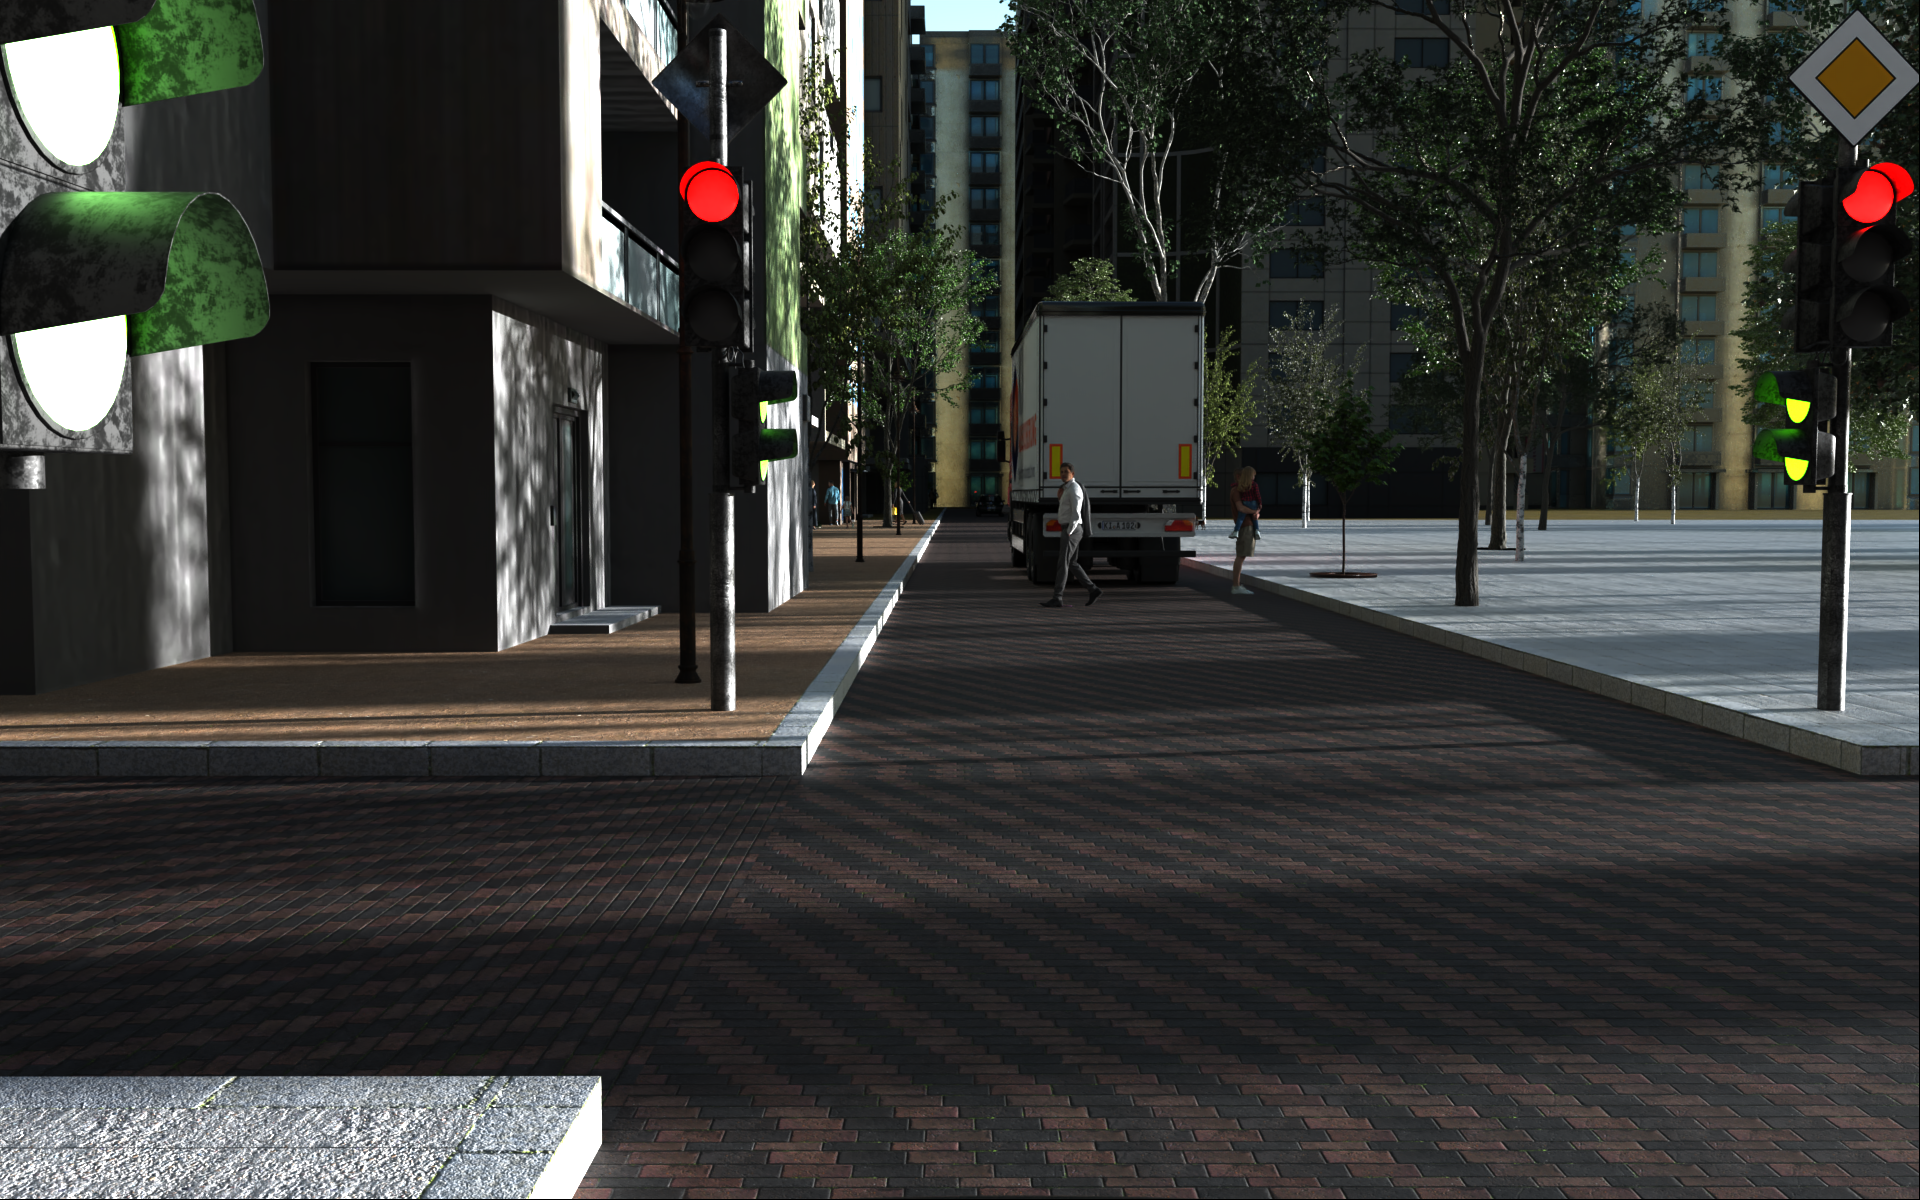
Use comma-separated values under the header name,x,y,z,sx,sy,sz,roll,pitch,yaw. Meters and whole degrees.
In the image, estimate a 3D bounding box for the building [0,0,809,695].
name,x,y,z,sx,sy,sz,roll,pitch,yaw
building,-9.084,-20.316,15.754,14.154,41.232,14.086,0,4,0

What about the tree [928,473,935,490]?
name,x,y,z,sx,sy,sz,roll,pitch,yaw
tree,-2.955,-8.620,135.545,1.663,3.219,1.824,0,3,0

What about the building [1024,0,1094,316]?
name,x,y,z,sx,sy,sz,roll,pitch,yaw
building,15.950,-28.761,124.864,22.147,44.769,28.867,0,4,0

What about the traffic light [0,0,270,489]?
name,x,y,z,sx,sy,sz,roll,pitch,yaw
traffic light,-1.367,-0.812,2.190,0.839,4.253,0.868,0,4,0

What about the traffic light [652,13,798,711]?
name,x,y,z,sx,sy,sz,roll,pitch,yaw
traffic light,-1.389,-1.300,10.175,0.839,4.253,0.868,0,4,0

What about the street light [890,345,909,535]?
name,x,y,z,sx,sy,sz,roll,pitch,yaw
street light,-1.917,-4.960,53.876,0.468,5.910,1.993,0,4,0

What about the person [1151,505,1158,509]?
name,x,y,z,sx,sy,sz,roll,pitch,yaw
person,7.476,-3.428,66.368,0.640,1.303,0.475,-2,4,-33

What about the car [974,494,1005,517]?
name,x,y,z,sx,sy,sz,roll,pitch,yaw
car,1.908,-6.166,110.607,2.009,1.686,4.222,0,4,-1

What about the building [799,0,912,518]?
name,x,y,z,sx,sy,sz,roll,pitch,yaw
building,-16.463,-31.131,98.232,28.713,52.752,27.495,0,4,0

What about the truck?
name,x,y,z,sx,sy,sz,roll,pitch,yaw
truck,2.242,-2.563,30.819,2.839,4.237,11.283,0,4,-1

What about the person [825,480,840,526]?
name,x,y,z,sx,sy,sz,roll,pitch,yaw
person,-5.198,-3.952,70.514,0.638,1.841,0.748,-1,4,-11

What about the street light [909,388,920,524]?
name,x,y,z,sx,sy,sz,roll,pitch,yaw
street light,-1.971,-6.209,74.310,0.468,5.910,1.993,0,4,0

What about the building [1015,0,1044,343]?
name,x,y,z,sx,sy,sz,roll,pitch,yaw
building,15.766,-32.186,149.935,21.300,48.544,21.600,0,4,0

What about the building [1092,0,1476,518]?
name,x,y,z,sx,sy,sz,roll,pitch,yaw
building,16.490,-40.434,99.344,20.563,71.187,20.611,0,4,0

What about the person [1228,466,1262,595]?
name,x,y,z,sx,sy,sz,roll,pitch,yaw
person,4.070,-1.000,24.829,0.573,1.828,0.580,-2,4,-33

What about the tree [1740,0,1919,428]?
name,x,y,z,sx,sy,sz,roll,pitch,yaw
tree,18.762,-6.882,29.526,9.611,12.733,9.660,0,3,0

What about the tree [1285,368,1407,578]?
name,x,y,z,sx,sy,sz,roll,pitch,yaw
tree,6.067,-1.964,26.706,1.663,3.219,1.824,0,3,0

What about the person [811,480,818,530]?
name,x,y,z,sx,sy,sz,roll,pitch,yaw
person,-5.315,-3.390,61.896,0.576,1.772,0.534,2,4,35

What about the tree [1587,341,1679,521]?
name,x,y,z,sx,sy,sz,roll,pitch,yaw
tree,31.934,-8.036,81.745,4.737,8.622,4.395,0,3,0

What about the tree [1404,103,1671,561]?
name,x,y,z,sx,sy,sz,roll,pitch,yaw
tree,10.701,-5.062,33.122,4.360,8.622,3.978,0,3,0

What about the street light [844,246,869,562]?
name,x,y,z,sx,sy,sz,roll,pitch,yaw
street light,-1.891,-3.654,32.534,0.468,5.910,1.993,0,4,0

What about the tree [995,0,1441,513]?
name,x,y,z,sx,sy,sz,roll,pitch,yaw
tree,7.361,-11.931,50.961,12.611,20.169,13.585,0,3,0

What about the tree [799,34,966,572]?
name,x,y,z,sx,sy,sz,roll,pitch,yaw
tree,-2.338,-4.763,28.237,4.737,8.622,4.395,0,3,0

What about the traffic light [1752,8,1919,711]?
name,x,y,z,sx,sy,sz,roll,pitch,yaw
traffic light,5.172,-1.302,10.209,0.839,4.253,0.868,0,4,0

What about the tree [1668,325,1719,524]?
name,x,y,z,sx,sy,sz,roll,pitch,yaw
tree,30.276,-7.554,73.873,4.360,8.622,3.978,0,3,0

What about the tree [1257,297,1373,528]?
name,x,y,z,sx,sy,sz,roll,pitch,yaw
tree,13.319,-7.050,65.624,4.360,8.622,3.978,0,3,0

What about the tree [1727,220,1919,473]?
name,x,y,z,sx,sy,sz,roll,pitch,yaw
tree,30.337,-8.667,59.827,7.486,12.596,7.792,0,3,0

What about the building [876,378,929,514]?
name,x,y,z,sx,sy,sz,roll,pitch,yaw
building,-12.573,-41.811,121.869,20.563,71.187,20.611,0,4,0

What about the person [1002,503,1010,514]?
name,x,y,z,sx,sy,sz,roll,pitch,yaw
person,1.486,-2.314,46.695,0.716,1.782,0.532,-1,4,-8

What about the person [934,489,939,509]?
name,x,y,z,sx,sy,sz,roll,pitch,yaw
person,-2.287,-8.992,153.842,0.721,1.735,1.217,-3,4,-39

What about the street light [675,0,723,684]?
name,x,y,z,sx,sy,sz,roll,pitch,yaw
street light,-1.853,-2.375,11.623,0.468,5.910,1.993,0,4,0

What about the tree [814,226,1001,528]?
name,x,y,z,sx,sy,sz,roll,pitch,yaw
tree,-2.604,-8.587,66.153,9.928,11.665,9.643,0,3,0

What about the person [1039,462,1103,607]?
name,x,y,z,sx,sy,sz,roll,pitch,yaw
person,1.412,-0.823,22.051,0.850,1.850,0.679,-1,4,-10

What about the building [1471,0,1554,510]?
name,x,y,z,sx,sy,sz,roll,pitch,yaw
building,39.073,-32.180,149.845,21.600,48.544,21.300,0,4,0

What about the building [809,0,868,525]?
name,x,y,z,sx,sy,sz,roll,pitch,yaw
building,-11.555,-26.140,77.499,14.600,45.320,14.200,0,4,0

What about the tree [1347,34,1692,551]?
name,x,y,z,sx,sy,sz,roll,pitch,yaw
tree,12.521,-6.950,39.393,9.928,11.665,9.643,0,3,0

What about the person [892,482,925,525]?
name,x,y,z,sx,sy,sz,roll,pitch,yaw
person,-2.189,-3.992,71.532,1.509,1.804,0.699,-1,4,-17

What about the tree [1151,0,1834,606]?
name,x,y,z,sx,sy,sz,roll,pitch,yaw
tree,5.554,-5.196,19.373,7.601,10.594,8.767,-3,5,-42

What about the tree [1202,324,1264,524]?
name,x,y,z,sx,sy,sz,roll,pitch,yaw
tree,10.739,-7.580,74.298,4.737,8.622,4.395,0,3,0

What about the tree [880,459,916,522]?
name,x,y,z,sx,sy,sz,roll,pitch,yaw
tree,-3.108,-5.230,80.109,1.663,3.219,1.824,0,3,0

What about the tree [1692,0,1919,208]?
name,x,y,z,sx,sy,sz,roll,pitch,yaw
tree,25.956,-11.630,46.036,12.611,20.169,13.585,0,3,0

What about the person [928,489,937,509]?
name,x,y,z,sx,sy,sz,roll,pitch,yaw
person,-2.344,-8.588,146.544,0.705,1.812,1.348,-2,4,-32

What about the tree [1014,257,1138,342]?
name,x,y,z,sx,sy,sz,roll,pitch,yaw
tree,6.056,-10.137,83.867,7.486,12.596,7.792,0,3,0

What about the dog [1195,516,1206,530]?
name,x,y,z,sx,sy,sz,roll,pitch,yaw
dog,8.583,-2.762,61.983,0.406,0.507,0.540,1,4,16

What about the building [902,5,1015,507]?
name,x,y,z,sx,sy,sz,roll,pitch,yaw
building,8.753,-34.277,180.034,30.456,49.044,23.786,0,4,0

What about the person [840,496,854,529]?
name,x,y,z,sx,sy,sz,roll,pitch,yaw
person,-4.205,-3.263,64.407,0.505,1.210,0.382,-1,4,-22

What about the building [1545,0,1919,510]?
name,x,y,z,sx,sy,sz,roll,pitch,yaw
building,66.109,-32.416,149.604,30.456,49.044,23.786,0,4,0
